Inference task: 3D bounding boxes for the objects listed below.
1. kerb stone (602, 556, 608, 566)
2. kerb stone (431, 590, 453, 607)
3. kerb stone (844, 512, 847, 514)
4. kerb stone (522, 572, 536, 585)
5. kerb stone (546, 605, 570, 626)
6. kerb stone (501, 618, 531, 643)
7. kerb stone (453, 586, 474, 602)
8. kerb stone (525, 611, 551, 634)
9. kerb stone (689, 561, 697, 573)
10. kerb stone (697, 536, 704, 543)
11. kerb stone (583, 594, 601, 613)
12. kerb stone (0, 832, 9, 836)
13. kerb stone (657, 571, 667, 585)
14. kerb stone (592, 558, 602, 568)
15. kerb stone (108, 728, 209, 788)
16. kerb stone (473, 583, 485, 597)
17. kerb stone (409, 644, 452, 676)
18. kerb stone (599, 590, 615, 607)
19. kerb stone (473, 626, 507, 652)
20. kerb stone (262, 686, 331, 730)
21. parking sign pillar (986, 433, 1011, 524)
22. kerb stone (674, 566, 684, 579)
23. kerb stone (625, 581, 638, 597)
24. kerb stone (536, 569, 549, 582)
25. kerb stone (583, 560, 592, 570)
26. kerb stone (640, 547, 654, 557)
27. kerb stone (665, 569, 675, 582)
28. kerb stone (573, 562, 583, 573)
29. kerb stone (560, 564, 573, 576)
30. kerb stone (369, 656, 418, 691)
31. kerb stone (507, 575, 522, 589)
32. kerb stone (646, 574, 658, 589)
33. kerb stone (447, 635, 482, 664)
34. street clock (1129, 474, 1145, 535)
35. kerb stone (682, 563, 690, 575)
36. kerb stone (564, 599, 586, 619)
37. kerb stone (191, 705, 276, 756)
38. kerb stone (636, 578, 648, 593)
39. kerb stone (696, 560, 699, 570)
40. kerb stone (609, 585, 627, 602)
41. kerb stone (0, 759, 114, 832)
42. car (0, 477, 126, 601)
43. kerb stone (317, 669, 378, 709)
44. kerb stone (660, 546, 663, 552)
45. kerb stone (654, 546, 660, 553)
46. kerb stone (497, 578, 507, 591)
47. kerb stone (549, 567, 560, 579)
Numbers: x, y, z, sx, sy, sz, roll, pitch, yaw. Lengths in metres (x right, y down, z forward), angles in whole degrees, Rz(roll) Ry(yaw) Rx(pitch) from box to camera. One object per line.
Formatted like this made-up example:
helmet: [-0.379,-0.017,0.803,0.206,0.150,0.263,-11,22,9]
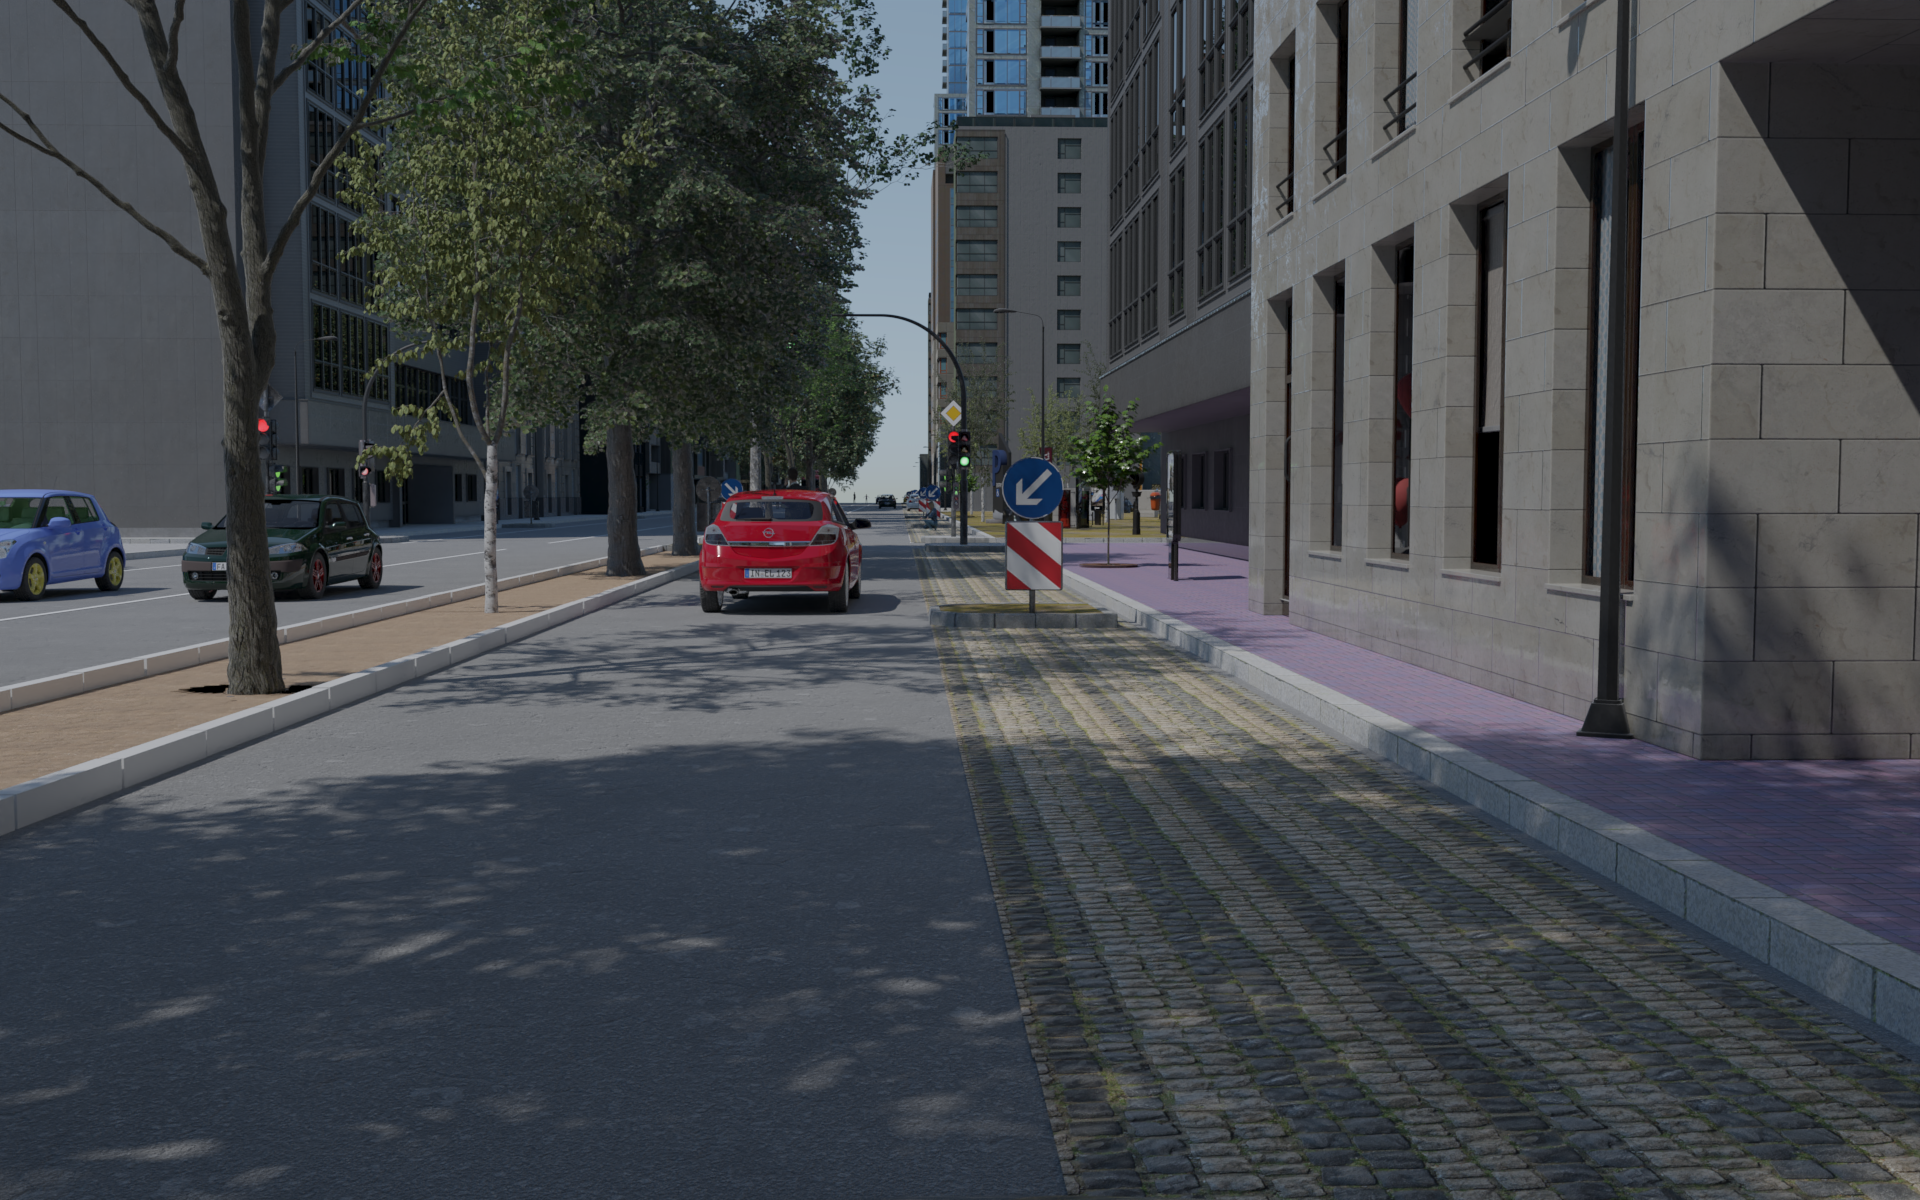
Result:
kerb stone: [-7.148,-0.753,34.499,0.120,0.150,1.000,0,4,-2]
kerb stone: [-6.718,0.000,22.206,0.120,0.150,1.000,0,4,-2]
kerb stone: [-8.259,-6.303,125.262,0.120,0.150,1.000,0,4,-2]
kerb stone: [-6.898,-0.314,27.328,0.120,0.150,1.000,0,4,-2]
kerb stone: [-4.506,0.186,19.168,0.120,0.150,1.000,0,4,-2]
kerb stone: [-4.429,0.310,17.120,0.120,0.150,1.000,0,4,-2]
kerb stone: [-6.744,-0.061,23.235,0.120,0.150,1.000,0,4,-2]
kerb stone: [-4.470,0.249,18.142,0.120,0.150,1.000,0,4,-2]
kerb stone: [-4.943,-0.569,31.492,0.120,0.150,1.000,0,4,-2]
kerb stone: [-7.786,-1.850,52.539,0.120,0.150,1.000,0,4,-2]
kerb stone: [-4.576,0.060,21.227,0.120,0.150,1.000,0,4,-2]
kerb stone: [-4.069,0.937,6.874,0.120,0.150,1.000,0,4,-2]
kerb stone: [-4.802,-0.316,27.372,0.120,0.150,1.000,0,4,-2]
kerb stone: [-7.119,-0.689,33.466,0.120,0.150,1.000,0,4,-2]
kerb stone: [-4.144,0.815,8.923,0.120,0.150,1.000,0,4,-2]
kerb stone: [-6.791,-0.123,24.256,0.120,0.150,1.000,0,4,-2]
kerb stone: [-4.331,0.498,14.049,0.120,0.150,1.000,0,4,-2]
kerb stone: [-4.615,0.002,22.253,0.120,0.150,1.000,0,4,-2]
kerb stone: [-4.404,0.375,16.095,0.120,0.150,1.000,0,4,-2]
kerb stone: [-4.224,0.691,10.971,0.120,0.150,1.000,0,4,-2]
parking sign pillar: [1.844,-5.350,75.946,1.447,3.967,1.447,-1,4,-18]
kerb stone: [-4.862,-0.442,29.432,0.120,0.150,1.000,0,4,-2]
kerb stone: [-4.692,-0.127,24.297,0.120,0.150,1.000,0,4,-2]
kerb stone: [-6.932,-0.376,28.349,0.120,0.150,1.000,0,4,-2]
kerb stone: [-7.081,-0.627,32.440,0.120,0.150,1.000,0,4,-2]
kerb stone: [-7.372,-1.124,40.642,0.120,0.150,1.000,0,4,-2]
kerb stone: [-4.841,-0.380,28.408,0.120,0.150,1.000,0,4,-2]
kerb stone: [-7.043,-0.564,31.418,0.120,0.150,1.000,0,4,-2]
kerb stone: [-6.999,-0.501,30.393,0.120,0.150,1.000,0,4,-2]
kerb stone: [-4.298,0.561,13.023,0.120,0.150,1.000,0,4,-2]
kerb stone: [-6.866,-0.251,26.300,0.120,0.150,1.000,0,4,-2]
kerb stone: [-4.761,-0.254,26.351,0.120,0.150,1.000,0,4,-2]
kerb stone: [-4.364,0.441,15.072,0.120,0.150,1.000,0,4,-2]
street clock: [5.550,-3.049,54.428,0.358,2.002,0.471,-3,5,-39]
kerb stone: [-4.908,-0.506,30.465,0.120,0.150,1.000,0,4,-2]
kerb stone: [-4.546,0.123,20.189,0.120,0.150,1.000,0,4,-2]
kerb stone: [-4.187,0.753,9.944,0.120,0.150,1.000,0,4,-2]
kerb stone: [-4.726,-0.192,25.327,0.120,0.150,1.000,0,4,-2]
kerb stone: [-4.993,-0.627,32.513,0.120,0.150,1.000,0,4,-2]
kerb stone: [-4.655,-0.066,23.276,0.120,0.150,1.000,0,4,-2]
kerb stone: [-4.109,0.874,7.901,0.120,0.150,1.000,0,4,-2]
car: [-13.263,-0.899,24.289,1.945,1.707,3.694,0,4,-2]
kerb stone: [-4.261,0.624,12.001,0.120,0.150,1.000,0,4,-2]
kerb stone: [-7.434,-1.253,42.685,0.120,0.150,1.000,0,4,-2]
kerb stone: [-7.412,-1.191,41.663,0.120,0.150,1.000,0,4,-2]
kerb stone: [-6.821,-0.189,25.278,0.120,0.150,1.000,0,4,-2]
kerb stone: [-6.978,-0.437,29.371,0.120,0.150,1.000,0,4,-2]
